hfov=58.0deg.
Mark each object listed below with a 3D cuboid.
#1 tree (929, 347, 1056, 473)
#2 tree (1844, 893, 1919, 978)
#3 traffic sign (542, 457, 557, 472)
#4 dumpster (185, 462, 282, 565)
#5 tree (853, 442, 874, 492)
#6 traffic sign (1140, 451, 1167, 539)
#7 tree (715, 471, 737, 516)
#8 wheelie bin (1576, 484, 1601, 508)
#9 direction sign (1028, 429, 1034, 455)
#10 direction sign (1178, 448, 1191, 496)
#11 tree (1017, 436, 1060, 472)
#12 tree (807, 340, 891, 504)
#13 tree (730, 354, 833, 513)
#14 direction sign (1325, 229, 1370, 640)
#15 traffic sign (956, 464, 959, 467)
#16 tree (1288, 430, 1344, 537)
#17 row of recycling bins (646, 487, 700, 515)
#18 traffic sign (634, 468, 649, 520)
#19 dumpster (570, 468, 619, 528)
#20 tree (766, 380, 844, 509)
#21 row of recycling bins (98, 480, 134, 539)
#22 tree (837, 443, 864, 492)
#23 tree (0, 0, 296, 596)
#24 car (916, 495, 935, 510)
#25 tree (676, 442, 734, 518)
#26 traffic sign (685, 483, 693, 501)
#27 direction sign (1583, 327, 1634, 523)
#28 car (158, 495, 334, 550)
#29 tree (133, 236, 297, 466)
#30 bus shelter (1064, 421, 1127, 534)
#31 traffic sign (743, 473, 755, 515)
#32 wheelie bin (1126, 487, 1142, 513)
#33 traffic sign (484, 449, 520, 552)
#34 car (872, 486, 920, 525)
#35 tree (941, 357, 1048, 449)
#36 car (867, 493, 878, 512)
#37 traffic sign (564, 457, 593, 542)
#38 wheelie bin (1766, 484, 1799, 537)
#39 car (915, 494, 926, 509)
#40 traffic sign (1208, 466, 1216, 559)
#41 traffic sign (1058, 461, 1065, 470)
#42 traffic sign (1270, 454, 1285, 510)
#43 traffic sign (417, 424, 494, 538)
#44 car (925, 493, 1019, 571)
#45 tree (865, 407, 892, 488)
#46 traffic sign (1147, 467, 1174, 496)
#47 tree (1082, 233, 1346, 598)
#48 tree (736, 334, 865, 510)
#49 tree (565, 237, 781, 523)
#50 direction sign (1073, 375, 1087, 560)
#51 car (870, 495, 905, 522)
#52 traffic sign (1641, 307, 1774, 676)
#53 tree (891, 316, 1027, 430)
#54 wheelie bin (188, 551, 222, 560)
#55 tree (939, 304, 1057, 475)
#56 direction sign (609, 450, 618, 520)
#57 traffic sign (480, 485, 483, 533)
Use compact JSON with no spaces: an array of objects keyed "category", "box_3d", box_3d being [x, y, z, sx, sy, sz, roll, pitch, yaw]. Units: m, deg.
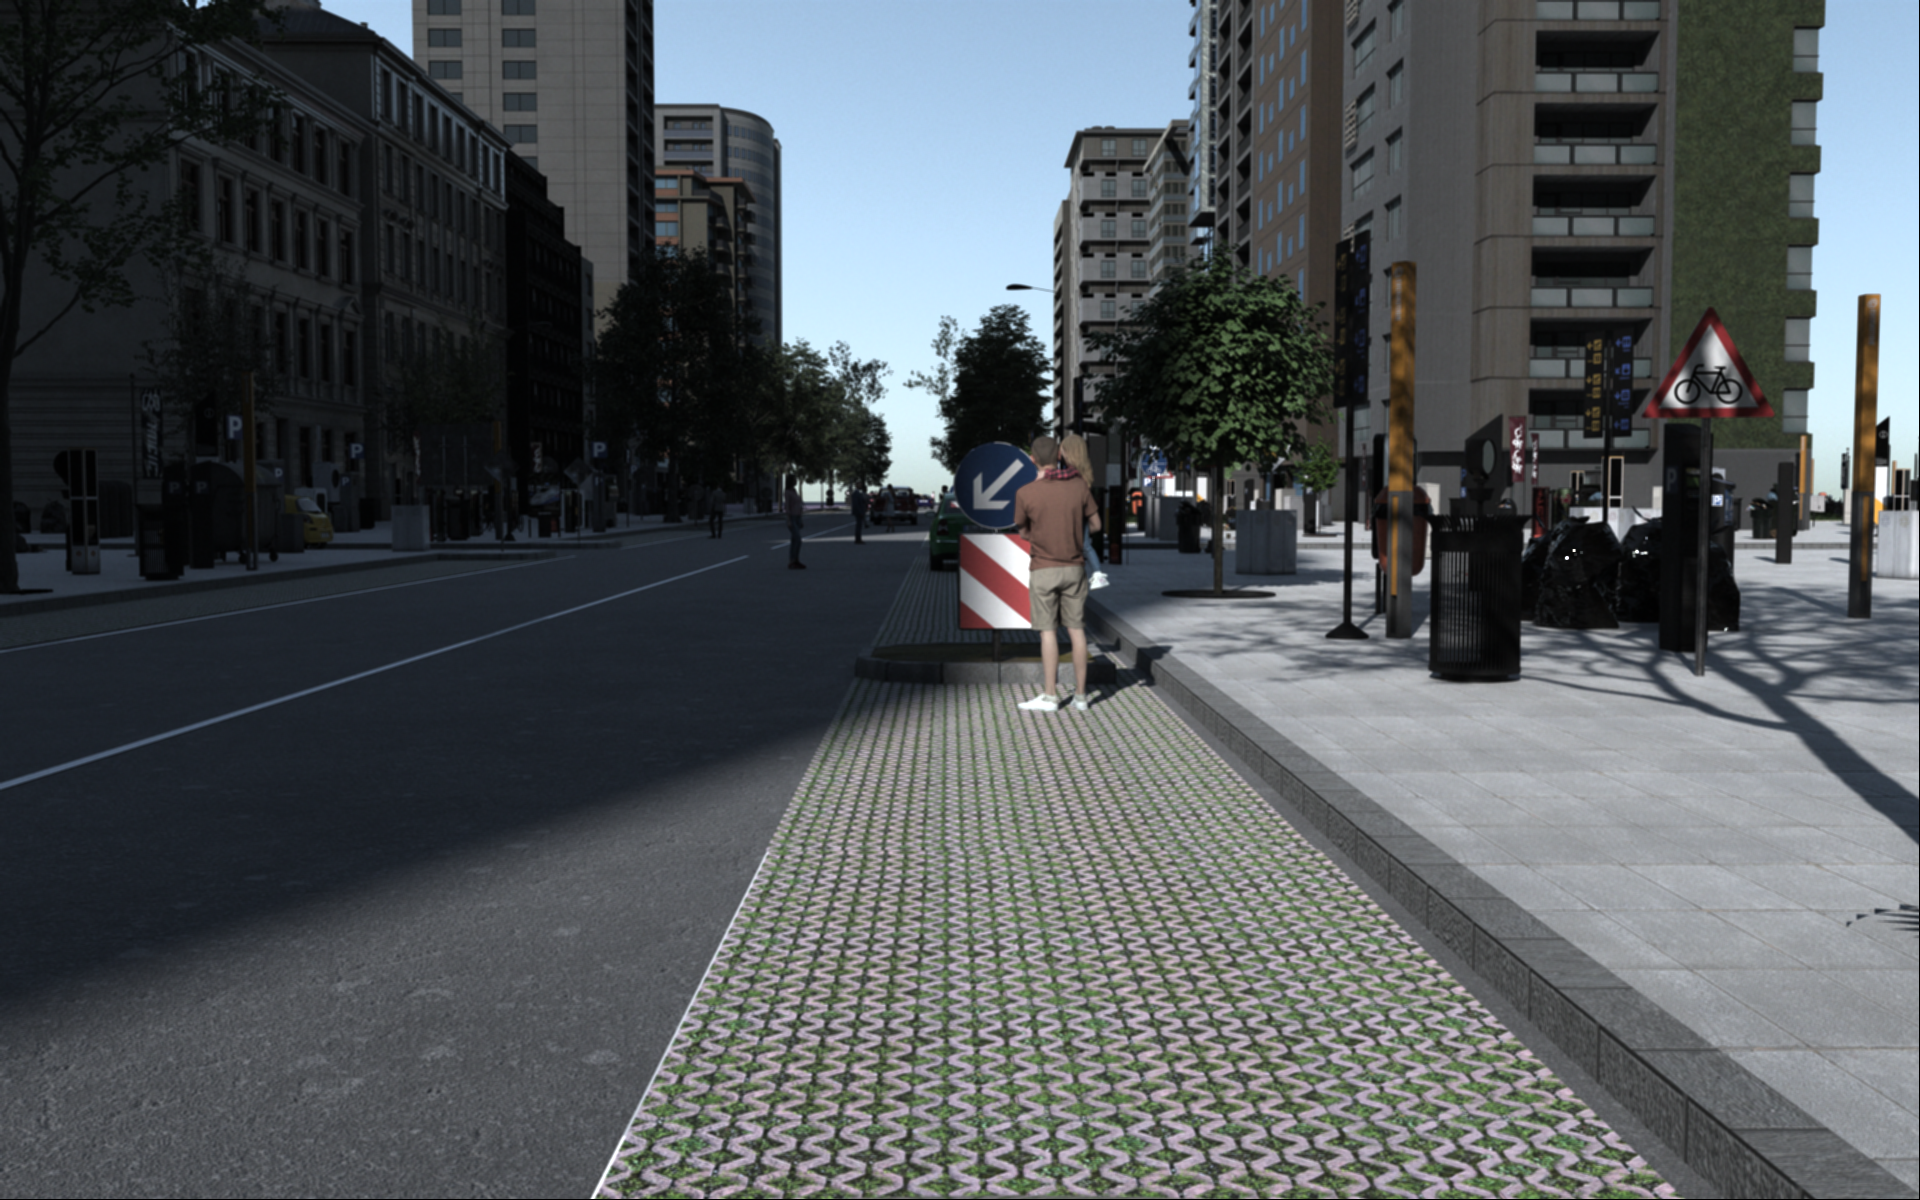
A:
[{"category":"tree","box_3d":[2.772,-13.054,130.435,9.611,12.733,9.660,0,3,0]},{"category":"tree","box_3d":[2.987,-5.747,4.333,12.009,13.543,11.850,0,3,0]},{"category":"traffic sign","box_3d":[-14.126,-3.610,59.133,0.768,2.556,0.104,0,4,2]},{"category":"dumpster","box_3d":[-13.552,-1.616,32.176,1.264,1.857,1.865,0,4,0]},{"category":"tree","box_3d":[-13.731,-17.768,240.866,4.737,8.622,4.395,0,3,0]},{"category":"traffic sign","box_3d":[5.568,-3.042,49.836,0.768,2.556,0.104,0,4,6]},{"category":"tree","box_3d":[-13.793,-6.450,100.059,1.663,3.219,1.824,0,3,0]},{"category":"wheelie bin","box_3d":[19.976,-2.873,54.878,0.980,1.594,0.693,3,4,36]},{"category":"direction sign","box_3d":[2.498,-4.214,60.896,0.379,3.537,0.876,0,4,-8]},{"category":"direction sign","box_3d":[7.913,-4.229,61.148,0.379,3.537,0.876,-1,4,-22]},{"category":"tree","box_3d":[2.661,-3.848,57.522,1.663,3.219,1.824,0,3,0]},{"category":"tree","box_3d":[-14.863,-22.042,216.273,12.611,20.169,13.585,0,3,0]},{"category":"tree","box_3d":[-13.598,-11.019,114.571,7.601,10.594,8.767,1,4,14]},{"category":"direction sign","box_3d":[3.454,-1.428,15.345,0.379,3.537,0.876,0,4,-5]},{"category":"traffic sign","box_3d":[0.314,-2.135,38.544,0.795,2.450,0.064,0,4,0]},{"category":"tree","box_3d":[10.734,-3.529,52.293,1.663,3.219,1.824,0,3,0]},{"category":"row of recycling bins","box_3d":[-18.291,-6.389,111.578,3.534,1.692,1.069,-3,5,-39]},{"category":"traffic sign","box_3d":[-15.607,-5.184,84.859,0.768,2.556,0.104,0,4,8]},{"category":"dumpster","box_3d":[-13.681,-3.809,64.766,1.502,2.255,1.985,0,4,0]},{"category":"tree","box_3d":[-14.120,-13.951,153.857,9.928,11.665,9.643,0,3,0]},{"category":"row of recycling bins","box_3d":[-25.250,-2.699,51.234,1.069,1.692,3.534,-1,4,-11]},{"category":"tree","box_3d":[-14.702,-17.028,228.767,4.360,8.622,3.978,0,3,0]},{"category":"tree","box_3d":[-12.191,-5.887,22.005,9.928,11.665,9.643,0,3,0]},{"category":"car","box_3d":[-3.344,-9.121,161.707,1.945,1.354,3.894,0,4,1]},{"category":"tree","box_3d":[-13.761,-6.701,93.270,4.285,4.588,4.351,0,3,0]},{"category":"traffic sign","box_3d":[-14.733,-5.827,95.278,0.884,2.594,0.081,0,4,7]},{"category":"direction sign","box_3d":[8.944,-1.955,23.958,0.379,3.537,0.876,-2,4,-23]},{"category":"car","box_3d":[-17.386,-1.952,42.135,3.980,1.641,2.015,0,4,1]},{"category":"tree","box_3d":[-21.883,-6.105,50.186,4.360,8.622,3.978,0,3,0]},{"category":"bus shelter","box_3d":[4.511,-4.088,58.114,1.731,3.624,6.357,0,4,0]},{"category":"traffic sign","box_3d":[-12.733,-6.381,104.436,0.768,2.556,0.104,0,4,3]},{"category":"wheelie bin","box_3d":[8.319,-4.538,82.106,0.693,1.594,0.980,3,5,45]},{"category":"traffic sign","box_3d":[-10.180,-2.132,38.494,0.795,2.450,0.064,0,4,0]},{"category":"car","box_3d":[-3.027,-4.453,81.476,2.281,1.827,5.304,0,4,-1]},{"category":"tree","box_3d":[2.437,-11.058,115.202,8.767,10.594,7.601,3,5,42]},{"category":"car","box_3d":[-6.724,-7.771,136.088,2.155,1.783,4.494,0,4,1]},{"category":"traffic sign","box_3d":[-10.234,-2.620,46.479,0.795,2.450,0.064,0,4,0]},{"category":"wheelie bin","box_3d":[24.806,-2.717,52.330,0.980,1.594,0.693,-1,4,-14]},{"category":"car","box_3d":[-4.199,-9.969,173.223,2.015,1.641,3.980,0,4,-1]},{"category":"traffic sign","box_3d":[5.024,-2.099,34.315,0.884,2.594,0.081,0,4,5]},{"category":"traffic sign","box_3d":[3.830,-3.997,65.458,0.768,2.556,0.104,0,4,1]},{"category":"traffic sign","box_3d":[5.259,-1.717,29.251,0.795,2.450,0.064,0,4,4]},{"category":"traffic sign","box_3d":[-14.657,-3.451,50.302,2.265,3.308,0.079,0,4,6]},{"category":"car","box_3d":[0.298,-1.519,33.629,1.959,1.807,4.718,0,4,-1]},{"category":"tree","box_3d":[-14.510,-17.493,192.662,9.857,13.997,8.962,0,3,0]},{"category":"traffic sign","box_3d":[6.740,-3.563,58.257,0.884,2.594,0.081,0,4,8]},{"category":"tree","box_3d":[3.333,-2.328,21.775,4.285,4.588,4.351,0,3,0]},{"category":"tree","box_3d":[-13.748,-14.215,139.077,9.857,13.997,8.962,0,3,0]},{"category":"tree","box_3d":[-12.872,-9.814,77.465,9.611,12.733,9.660,0,3,0]},{"category":"direction sign","box_3d":[2.280,-2.538,33.489,0.379,3.537,0.876,0,4,-7]},{"category":"car","box_3d":[-3.783,-4.840,90.937,2.131,1.459,4.920,0,4,-1]},{"category":"traffic sign","box_3d":[5.216,-0.742,12.140,0.884,2.594,0.081,0,4,7]},{"category":"tree","box_3d":[0.770,-20.090,184.363,12.611,20.169,13.585,0,3,0]},{"category":"wheelie bin","box_3d":[-14.792,-1.599,34.054,0.693,1.594,0.980,0,4,-7]},{"category":"tree","box_3d":[2.390,-11.366,103.962,7.486,12.596,7.792,0,3,0]},{"category":"direction sign","box_3d":[-17.253,-5.769,86.316,0.379,3.537,0.876,-3,4,-39]},{"category":"traffic sign","box_3d":[-15.330,-3.385,55.449,0.768,2.556,0.104,0,4,5]}]
